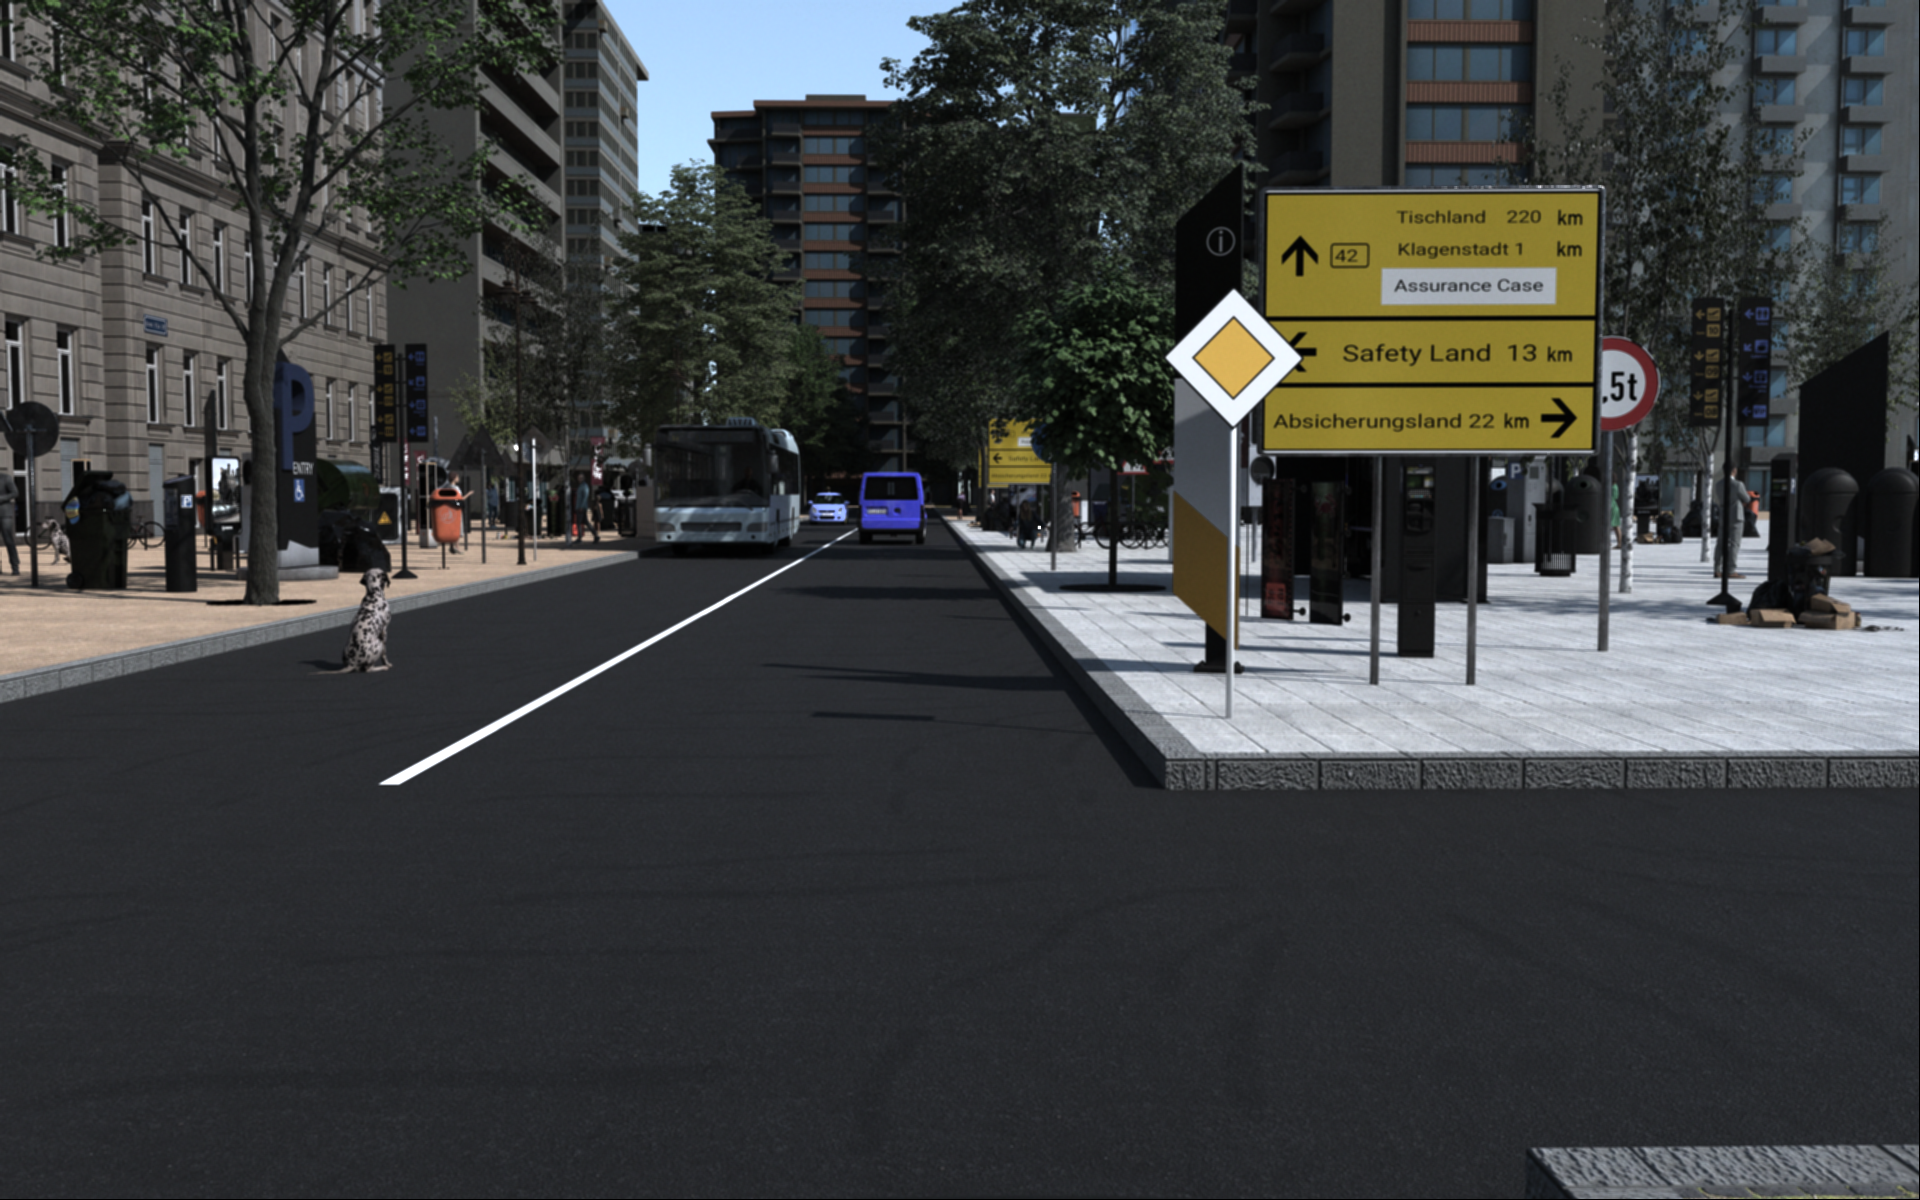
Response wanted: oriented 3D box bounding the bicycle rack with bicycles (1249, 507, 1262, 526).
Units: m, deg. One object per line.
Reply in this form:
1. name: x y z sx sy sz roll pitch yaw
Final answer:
1. bicycle rack with bicycles: 13.248 -3.517 70.887 2.925 0.926 2.852 2 4 27

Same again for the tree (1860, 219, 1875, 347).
1. tree: 14.096 -5.039 32.744 4.360 8.622 3.978 0 3 0

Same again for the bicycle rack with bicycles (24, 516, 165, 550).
1. bicycle rack with bicycles: -19.947 -1.626 39.969 2.925 0.926 2.852 -2 4 -24

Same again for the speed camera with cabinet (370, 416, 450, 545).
1. speed camera with cabinet: -13.928 -3.017 43.671 2.038 3.252 0.660 -1 4 -17

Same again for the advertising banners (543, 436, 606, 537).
1. advertising banners: -11.572 -3.421 52.125 2.074 3.025 0.090 -3 5 -40

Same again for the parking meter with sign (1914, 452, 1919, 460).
1. parking meter with sign: 38.798 -4.636 72.061 0.543 3.016 1.738 -3 5 -40

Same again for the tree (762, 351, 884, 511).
1. tree: -11.680 -14.111 147.725 9.611 12.733 9.660 0 3 0

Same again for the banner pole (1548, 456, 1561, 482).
1. banner pole: 22.813 -4.670 66.378 0.401 3.779 0.863 -1 4 -21

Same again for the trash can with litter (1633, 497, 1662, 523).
1. trash can with litter: 33.289 -4.428 83.456 1.678 1.210 2.233 2 4 31

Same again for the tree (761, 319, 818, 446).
1. tree: -10.035 -10.450 96.618 9.928 11.665 9.643 0 3 0

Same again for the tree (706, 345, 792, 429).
1. tree: -10.123 -8.097 82.748 4.737 8.622 4.395 0 3 0

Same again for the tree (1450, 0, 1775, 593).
1. tree: 8.664 -4.413 22.517 4.360 8.622 3.978 0 3 0

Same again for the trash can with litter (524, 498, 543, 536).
1. trash can with litter: -13.206 -2.552 53.116 0.624 1.170 1.055 -2 4 -35

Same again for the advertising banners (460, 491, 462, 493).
1. advertising banners: -20.895 -4.489 69.581 2.074 3.025 0.090 -2 4 -34

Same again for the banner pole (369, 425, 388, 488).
1. banner pole: -18.470 -3.990 55.256 0.863 3.779 0.401 1 4 21

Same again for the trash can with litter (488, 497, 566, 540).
1. trash can with litter: -12.273 -2.331 49.162 2.233 1.210 1.678 0 4 -3

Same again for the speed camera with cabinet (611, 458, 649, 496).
1. speed camera with cabinet: -15.121 -5.133 78.259 2.038 3.252 0.660 0 4 -5

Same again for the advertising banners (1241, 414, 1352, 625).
1. advertising banners: 3.271 -1.315 17.683 0.090 3.025 2.074 -2 4 -29

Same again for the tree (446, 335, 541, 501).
1. tree: -20.793 -7.827 78.328 4.737 8.622 4.395 0 3 0

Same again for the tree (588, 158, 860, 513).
1. tree: -8.669 -8.620 59.064 7.486 12.596 7.792 0 3 0

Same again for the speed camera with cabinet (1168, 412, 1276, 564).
1. speed camera with cabinet: 4.870 -2.304 32.010 2.038 3.252 0.660 -2 4 -25

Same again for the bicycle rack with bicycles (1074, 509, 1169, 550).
1. bicycle rack with bicycles: 4.116 -1.694 41.071 2.925 0.926 2.852 2 4 34

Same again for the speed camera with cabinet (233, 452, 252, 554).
1. speed camera with cabinet: -15.103 -2.593 36.737 0.660 3.252 2.038 -3 5 -44

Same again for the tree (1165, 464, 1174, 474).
1. tree: 9.901 -7.905 79.610 4.737 8.622 4.395 0 3 0

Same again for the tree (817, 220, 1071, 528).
1. tree: 0.793 -8.522 65.096 9.928 11.665 9.643 0 3 0

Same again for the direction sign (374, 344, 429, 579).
1. direction sign: -8.453 -2.095 26.258 0.876 3.537 0.379 1 4 13

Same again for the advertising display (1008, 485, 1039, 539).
1. advertising display: 1.820 -2.698 49.328 0.974 1.923 0.123 2 4 34

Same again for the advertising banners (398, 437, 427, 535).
1. advertising banners: -16.891 -3.556 54.322 0.090 3.025 2.074 2 4 23

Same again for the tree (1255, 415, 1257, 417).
1. tree: 13.110 -7.068 65.929 4.360 8.622 3.978 0 3 0

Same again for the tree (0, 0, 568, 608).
1. tree: -7.971 -5.746 19.707 9.928 11.665 9.643 0 3 0

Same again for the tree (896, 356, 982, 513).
1. tree: 0.407 -12.332 118.640 9.611 12.733 9.660 0 3 0

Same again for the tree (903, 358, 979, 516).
1. tree: 0.474 -10.183 100.906 8.767 10.594 7.601 2 4 25

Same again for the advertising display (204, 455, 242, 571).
1. advertising display: -12.400 -1.466 29.176 0.123 1.923 0.974 0 4 5

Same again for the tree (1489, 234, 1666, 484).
1. tree: 17.569 -6.011 48.645 4.737 8.622 4.395 0 3 0

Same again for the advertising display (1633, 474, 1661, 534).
1. advertising display: 21.793 -3.057 55.201 0.974 1.923 0.123 2 4 33

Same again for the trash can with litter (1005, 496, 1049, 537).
1. trash can with litter: 2.097 -2.514 52.154 1.678 1.210 2.233 -1 4 -23

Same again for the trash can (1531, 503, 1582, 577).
1. trash can: 9.301 -0.941 27.038 0.748 1.137 0.748 0 3 0

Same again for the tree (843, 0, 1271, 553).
1. tree: 2.334 -8.027 37.892 9.857 13.997 8.962 0 3 0

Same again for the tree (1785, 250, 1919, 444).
1. tree: 27.337 -6.297 53.326 4.737 8.622 4.395 0 3 0

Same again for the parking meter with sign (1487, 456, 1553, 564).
1. parking meter with sign: 10.496 -2.197 32.175 1.738 3.016 0.543 -3 4 -38

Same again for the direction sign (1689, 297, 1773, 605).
1. direction sign: 8.880 -1.714 20.019 0.876 3.537 0.379 0 4 6

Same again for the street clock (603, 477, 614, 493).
1. street clock: -13.490 -3.790 66.534 0.358 2.002 0.471 1 4 17

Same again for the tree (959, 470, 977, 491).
1. tree: 0.301 -10.815 127.194 4.737 8.622 4.395 0 3 0

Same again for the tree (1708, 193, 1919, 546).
1. tree: 22.379 -5.726 43.988 4.360 8.622 3.978 0 3 0

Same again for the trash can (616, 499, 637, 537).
1. trash can: -9.919 -2.455 51.796 0.748 1.137 0.748 0 3 0

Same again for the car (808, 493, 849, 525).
1. car: -6.107 -4.355 80.790 1.945 1.707 3.694 0 4 -1

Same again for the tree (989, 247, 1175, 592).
1. tree: 1.978 -2.420 23.283 4.285 4.588 4.351 0 3 0

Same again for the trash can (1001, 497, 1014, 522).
1. trash can: 2.278 -4.219 80.641 0.748 1.137 0.748 0 3 0

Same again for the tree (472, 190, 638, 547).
1. tree: -9.564 -5.597 41.867 4.360 8.622 3.978 0 3 0
